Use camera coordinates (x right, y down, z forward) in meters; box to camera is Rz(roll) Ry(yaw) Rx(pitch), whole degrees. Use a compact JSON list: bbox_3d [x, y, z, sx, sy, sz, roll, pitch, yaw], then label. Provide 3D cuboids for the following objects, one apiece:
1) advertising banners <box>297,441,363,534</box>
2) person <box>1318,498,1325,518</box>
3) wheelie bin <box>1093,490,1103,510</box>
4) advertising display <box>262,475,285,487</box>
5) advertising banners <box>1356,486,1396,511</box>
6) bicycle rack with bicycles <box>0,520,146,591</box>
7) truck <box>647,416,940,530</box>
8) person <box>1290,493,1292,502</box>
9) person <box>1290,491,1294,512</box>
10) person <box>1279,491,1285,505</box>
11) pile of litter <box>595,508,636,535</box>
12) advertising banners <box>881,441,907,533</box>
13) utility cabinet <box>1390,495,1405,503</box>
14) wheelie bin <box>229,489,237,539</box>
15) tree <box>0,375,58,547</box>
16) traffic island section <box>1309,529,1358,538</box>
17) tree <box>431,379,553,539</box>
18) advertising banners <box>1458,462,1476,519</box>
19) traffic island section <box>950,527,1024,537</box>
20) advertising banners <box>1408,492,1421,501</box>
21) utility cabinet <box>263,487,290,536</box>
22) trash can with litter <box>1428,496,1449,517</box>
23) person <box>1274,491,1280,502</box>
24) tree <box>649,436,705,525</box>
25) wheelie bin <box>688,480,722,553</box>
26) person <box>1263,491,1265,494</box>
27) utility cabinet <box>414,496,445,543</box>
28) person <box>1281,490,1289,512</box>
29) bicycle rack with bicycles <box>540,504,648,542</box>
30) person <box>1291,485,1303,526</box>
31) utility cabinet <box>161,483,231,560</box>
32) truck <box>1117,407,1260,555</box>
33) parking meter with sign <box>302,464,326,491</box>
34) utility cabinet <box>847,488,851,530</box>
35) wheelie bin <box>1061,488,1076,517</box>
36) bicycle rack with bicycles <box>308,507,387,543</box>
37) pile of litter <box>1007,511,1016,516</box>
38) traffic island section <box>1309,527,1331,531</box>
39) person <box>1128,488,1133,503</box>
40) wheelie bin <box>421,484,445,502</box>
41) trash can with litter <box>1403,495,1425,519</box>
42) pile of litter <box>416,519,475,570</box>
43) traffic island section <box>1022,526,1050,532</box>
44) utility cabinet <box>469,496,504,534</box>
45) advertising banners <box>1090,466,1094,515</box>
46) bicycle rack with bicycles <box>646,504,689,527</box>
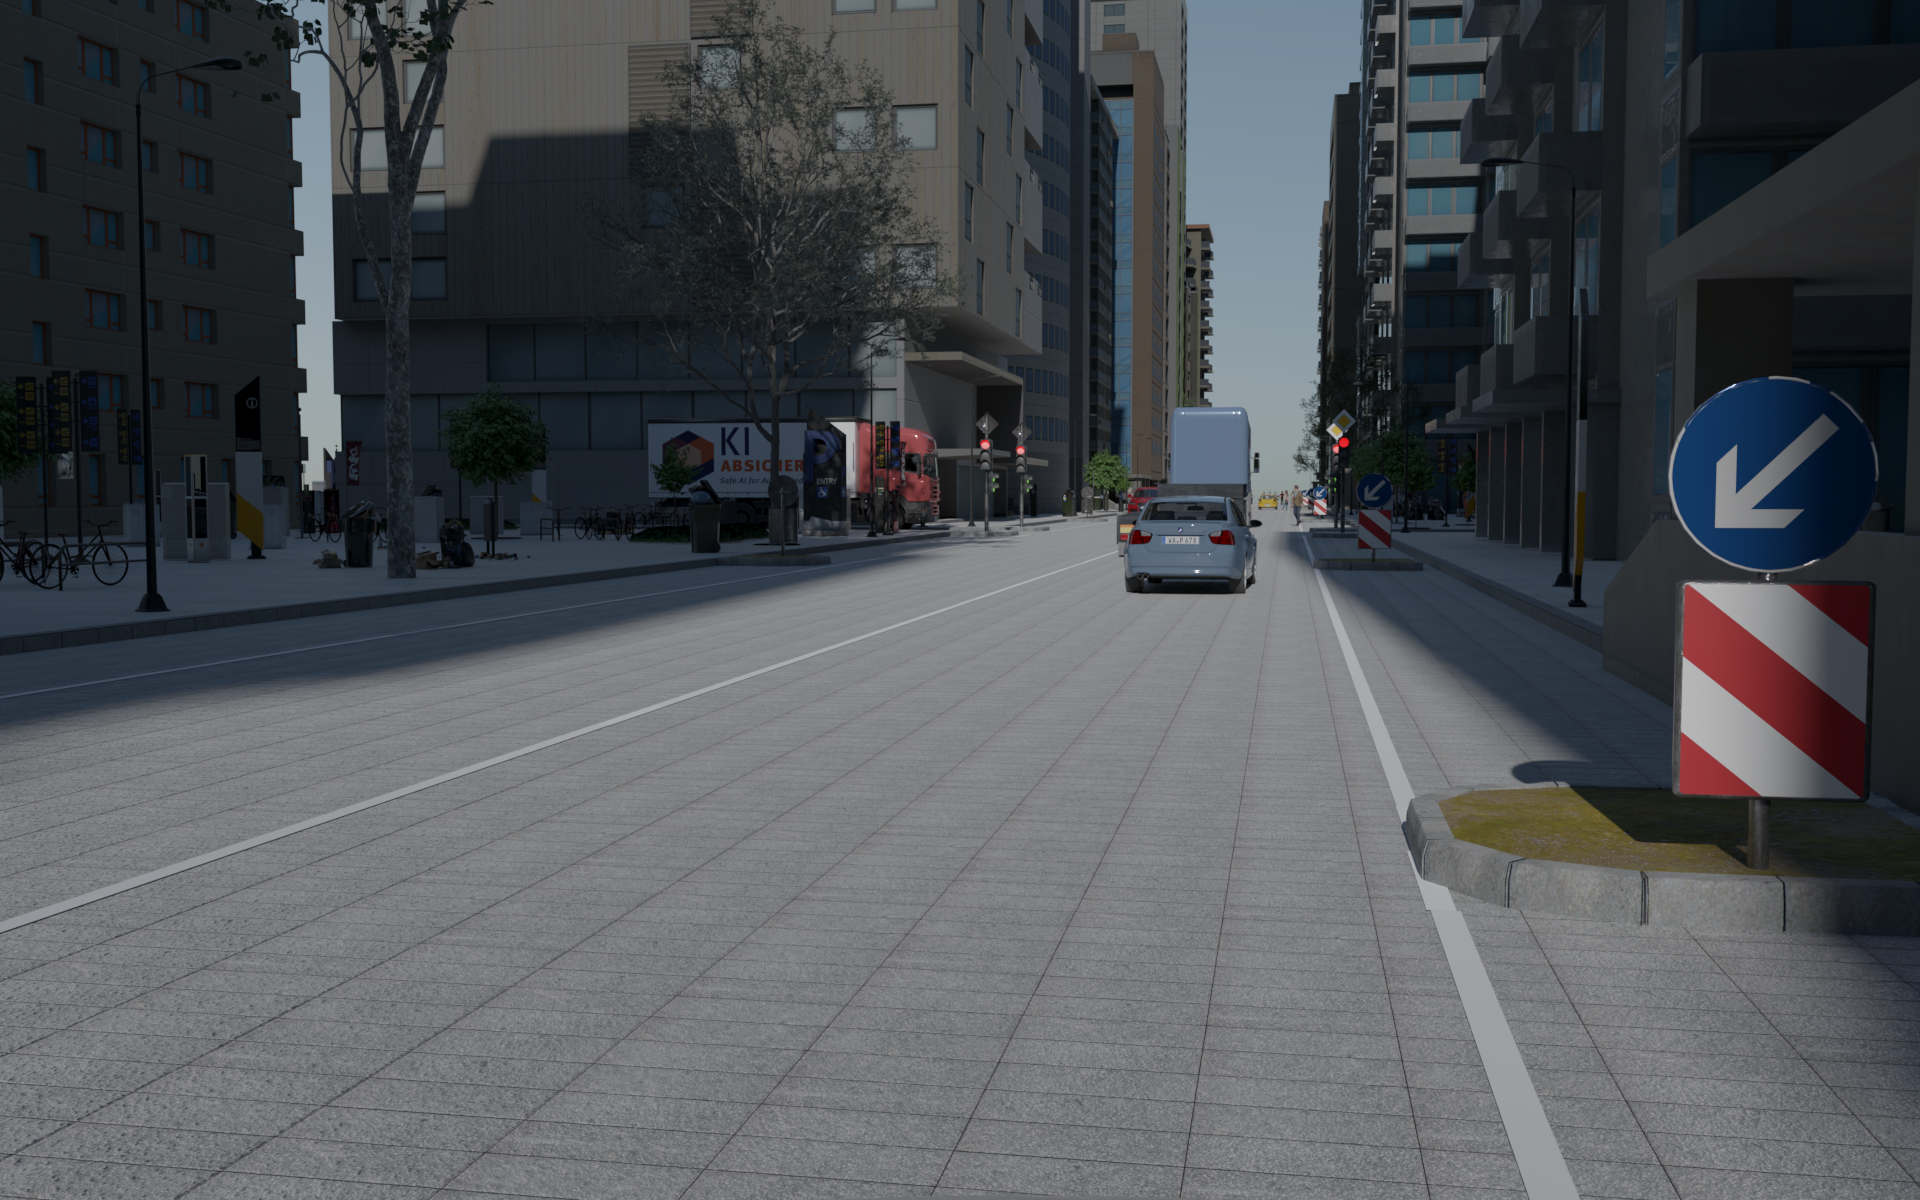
[{"bbox_3d":[-20.537,-3.688,56.490,2.074,3.025,0.090,-2,4,-28],"label":"advertising banners"},{"bbox_3d":[21.457,-5.728,102.708,0.362,1.759,0.519,3,5,40],"label":"person"},{"bbox_3d":[10.710,-7.828,135.897,0.980,1.594,0.693,0,4,-1],"label":"wheelie bin"},{"bbox_3d":[-23.766,-3.333,59.703,0.974,1.923,0.123,-1,4,-16],"label":"advertising display"},{"bbox_3d":[20.015,-5.294,82.752,2.074,3.025,0.090,1,4,12],"label":"advertising banners"},{"bbox_3d":[-12.750,-0.640,23.852,2.852,0.926,2.925,1,4,14],"label":"bicycle rack with bicycles"},{"bbox_3d":[-5.770,-4.593,64.005,11.283,4.237,2.839,1,4,9],"label":"truck"},{"bbox_3d":[50.981,-15.685,266.426,0.415,1.643,0.593,2,4,33],"label":"person"},{"bbox_3d":[26.859,-7.963,139.700,0.512,1.701,0.522,1,4,13],"label":"person"},{"bbox_3d":[41.448,-13.114,222.875,1.348,1.831,0.705,0,4,-5],"label":"person"},{"bbox_3d":[-10.857,-2.513,55.057,1.719,0.858,1.176,-2,4,-32],"label":"pile of litter"},{"bbox_3d":[-2.135,-3.705,56.760,0.090,3.025,2.074,1,4,20],"label":"advertising banners"},{"bbox_3d":[26.076,-5.650,103.541,1.020,1.237,0.306,-1,4,-20],"label":"utility cabinet"},{"bbox_3d":[-20.987,-2.529,49.253,0.980,1.594,0.693,3,5,44],"label":"wheelie bin"},{"bbox_3d":[-23.825,-3.582,42.276,4.285,4.588,4.351,0,3,0],"label":"tree"},{"bbox_3d":[12.729,-2.157,57.542,2.009,0.180,2.903,1,4,11],"label":"traffic island section"},{"bbox_3d":[-13.390,-4.026,49.540,4.285,4.588,4.351,0,3,0],"label":"tree"},{"bbox_3d":[26.156,-5.688,89.183,0.090,3.025,2.074,-1,4,-13],"label":"advertising banners"},{"bbox_3d":[0.898,-2.293,59.778,2.009,0.180,2.903,1,4,11],"label":"traffic island section"},{"bbox_3d":[27.580,-6.727,106.180,0.090,3.025,2.074,-1,4,-21],"label":"advertising banners"},{"bbox_3d":[-20.673,-2.658,52.141,1.173,1.500,0.318,2,4,33],"label":"utility cabinet"},{"bbox_3d":[25.194,-4.879,91.152,1.055,1.170,0.624,1,4,12],"label":"trash can with litter"},{"bbox_3d":[34.716,-11.065,190.135,0.721,1.736,1.217,-3,5,-42],"label":"person"},{"bbox_3d":[-9.699,-3.887,58.151,1.663,3.219,1.824,0,3,0],"label":"tree"},{"bbox_3d":[-5.580,-1.828,37.800,0.693,1.594,0.980,-1,4,-20],"label":"wheelie bin"},{"bbox_3d":[41.648,-13.988,237.218,1.348,1.822,0.705,0,4,4],"label":"person"},{"bbox_3d":[-14.049,-2.107,45.614,1.020,1.237,0.306,2,4,26],"label":"utility cabinet"},{"bbox_3d":[25.913,-7.880,137.929,0.643,1.750,0.593,1,4,21],"label":"person"},{"bbox_3d":[-10.465,-2.119,48.031,2.852,0.926,2.925,-1,4,-23],"label":"bicycle rack with bicycles"},{"bbox_3d":[15.200,-4.262,78.091,0.656,1.842,0.836,2,4,29],"label":"person"},{"bbox_3d":[-14.785,-1.520,33.527,1.173,1.500,0.318,0,4,-7],"label":"utility cabinet"},{"bbox_3d":[6.568,-3.562,47.991,2.967,4.110,18.799,1,4,11],"label":"truck"},{"bbox_3d":[-36.880,-6.324,99.655,1.738,3.016,0.543,0,4,-7],"label":"parking meter with sign"},{"bbox_3d":[-4.248,-3.201,61.007,0.318,1.500,1.173,2,4,25],"label":"utility cabinet"},{"bbox_3d":[6.126,-5.491,97.692,0.693,1.594,0.980,1,4,17],"label":"wheelie bin"},{"bbox_3d":[-15.724,-2.014,46.314,2.852,0.926,2.925,-3,5,-44],"label":"bicycle rack with bicycles"},{"bbox_3d":[2.681,-5.261,99.974,1.176,0.858,1.719,3,5,40],"label":"pile of litter"},{"bbox_3d":[14.214,-2.637,65.388,2.009,0.180,2.903,1,4,11],"label":"traffic island section"},{"bbox_3d":[9.668,-5.425,97.375,0.526,1.800,0.537,3,4,36],"label":"person"},{"bbox_3d":[-16.757,-2.880,54.992,0.693,1.594,0.980,-2,4,-35],"label":"wheelie bin"},{"bbox_3d":[23.455,-4.725,88.308,1.678,1.210,2.233,1,4,16],"label":"trash can with litter"},{"bbox_3d":[-9.075,-0.985,30.076,1.176,0.858,1.719,1,4,19],"label":"pile of litter"},{"bbox_3d":[2.383,-2.773,67.624,2.009,0.180,2.903,1,4,11],"label":"traffic island section"},{"bbox_3d":[-15.084,-2.692,55.179,1.020,1.237,0.306,-1,4,-10],"label":"utility cabinet"},{"bbox_3d":[8.112,-6.747,106.496,0.090,3.025,2.074,1,4,12],"label":"advertising banners"},{"bbox_3d":[-11.126,-2.950,61.620,2.852,0.926,2.925,-2,4,-32],"label":"bicycle rack with bicycles"}]
